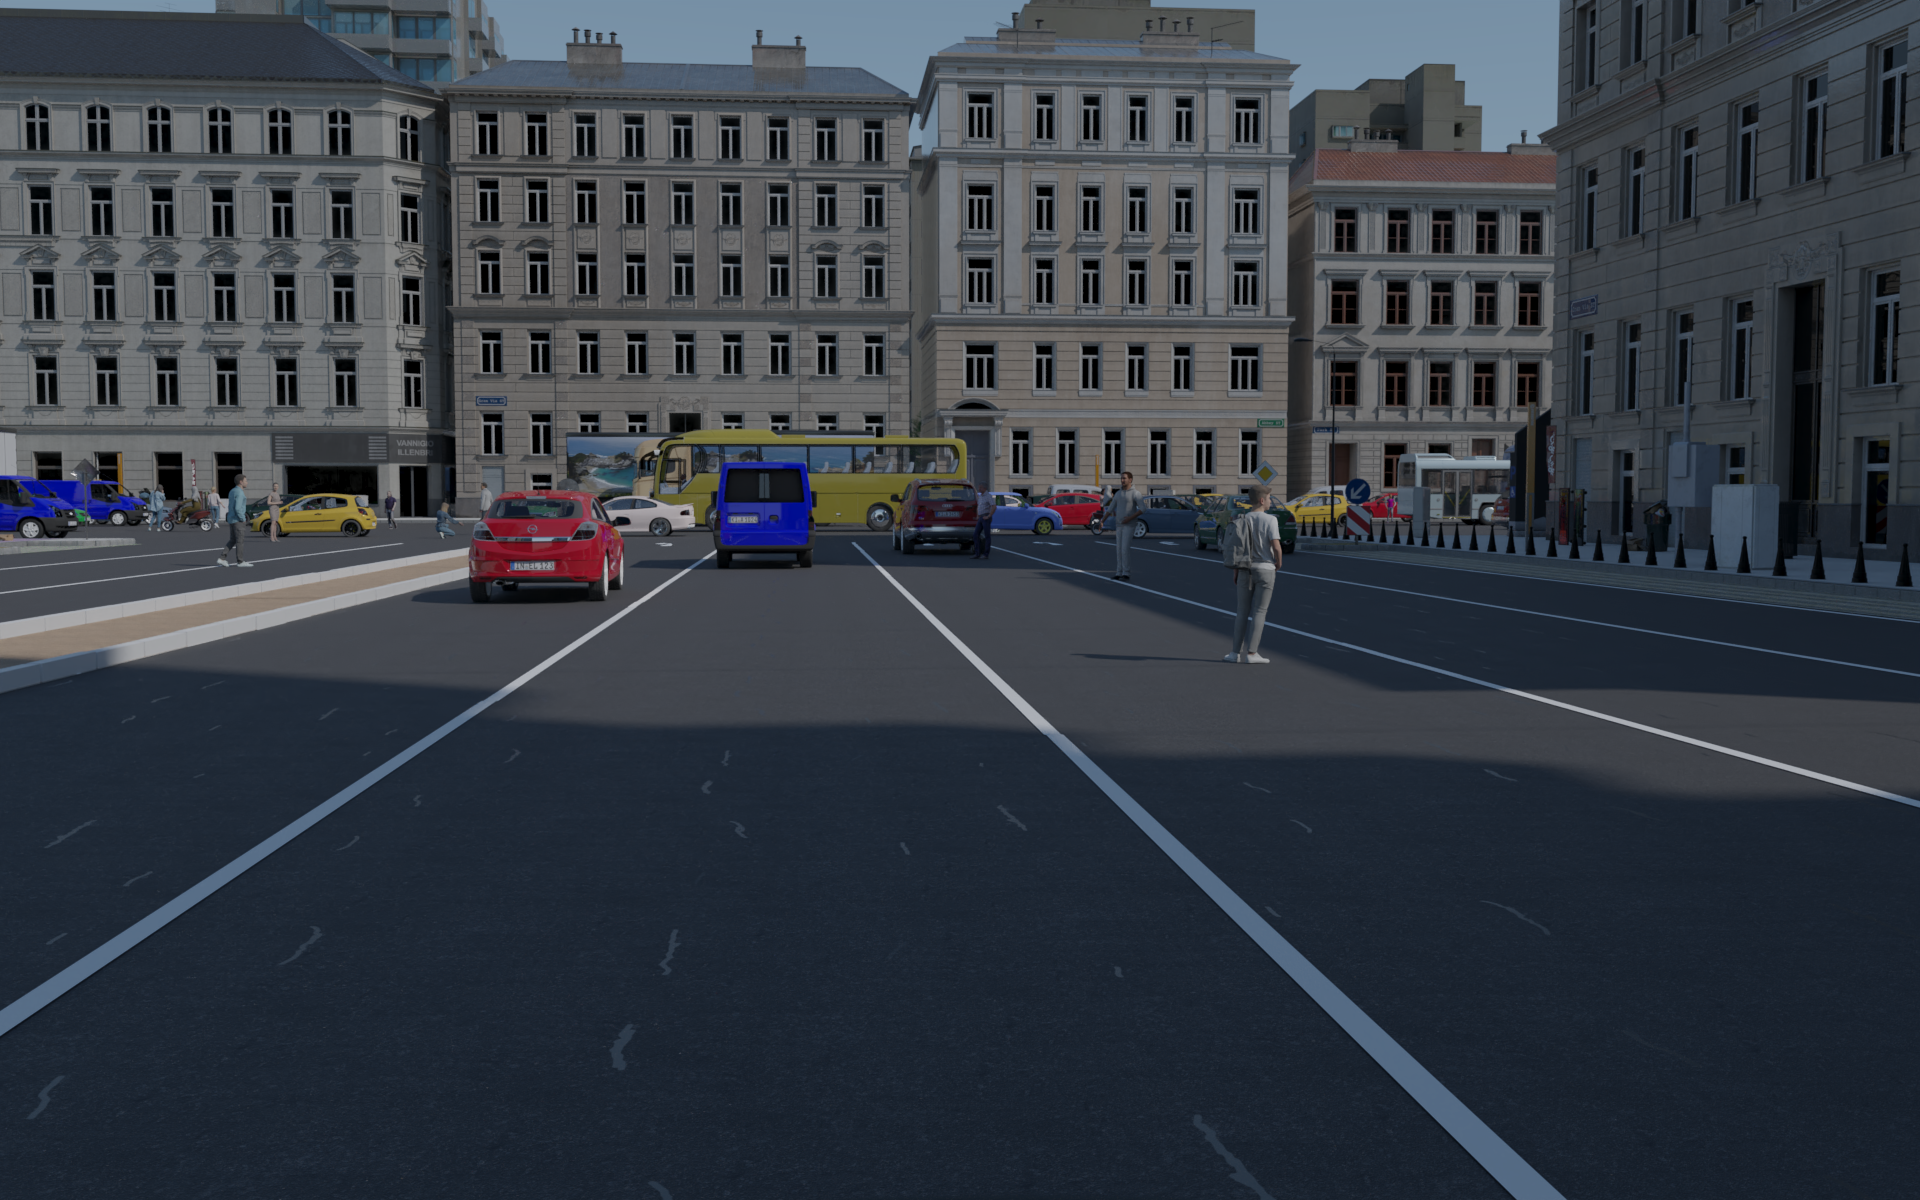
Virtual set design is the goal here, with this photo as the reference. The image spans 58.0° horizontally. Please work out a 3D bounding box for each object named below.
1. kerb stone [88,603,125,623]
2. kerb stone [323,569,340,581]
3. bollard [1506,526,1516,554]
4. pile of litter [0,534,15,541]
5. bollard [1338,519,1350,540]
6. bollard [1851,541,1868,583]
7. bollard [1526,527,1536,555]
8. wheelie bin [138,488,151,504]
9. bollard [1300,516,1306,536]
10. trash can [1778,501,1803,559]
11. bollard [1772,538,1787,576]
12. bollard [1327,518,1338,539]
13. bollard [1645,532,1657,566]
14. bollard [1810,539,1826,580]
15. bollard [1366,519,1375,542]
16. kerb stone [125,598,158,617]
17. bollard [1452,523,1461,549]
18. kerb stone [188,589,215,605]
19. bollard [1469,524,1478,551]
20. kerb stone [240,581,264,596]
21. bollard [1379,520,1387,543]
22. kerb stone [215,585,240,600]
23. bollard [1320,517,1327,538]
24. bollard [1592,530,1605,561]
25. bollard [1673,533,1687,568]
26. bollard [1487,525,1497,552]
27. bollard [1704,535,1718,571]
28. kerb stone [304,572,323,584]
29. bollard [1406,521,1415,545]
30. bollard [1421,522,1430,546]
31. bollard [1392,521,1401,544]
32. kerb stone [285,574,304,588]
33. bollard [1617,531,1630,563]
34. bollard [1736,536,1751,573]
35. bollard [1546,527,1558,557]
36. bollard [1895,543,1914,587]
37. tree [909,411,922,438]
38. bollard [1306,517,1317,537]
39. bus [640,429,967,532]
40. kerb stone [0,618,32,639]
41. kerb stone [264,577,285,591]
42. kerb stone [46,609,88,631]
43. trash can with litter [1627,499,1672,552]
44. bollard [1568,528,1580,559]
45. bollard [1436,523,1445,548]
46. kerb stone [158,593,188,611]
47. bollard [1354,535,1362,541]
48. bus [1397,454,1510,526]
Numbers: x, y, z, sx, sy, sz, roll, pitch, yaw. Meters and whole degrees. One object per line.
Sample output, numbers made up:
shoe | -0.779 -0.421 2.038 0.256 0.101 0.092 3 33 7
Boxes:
kerb stone | -9.697 0.164 19.513 0.120 0.150 1.000 0 4 -5
kerb stone | -10.533 -0.390 28.749 0.120 0.150 1.000 0 4 -5
bollard | 11.885 -1.303 37.351 0.229 0.601 0.229 0 3 0
pile of litter | -26.813 -2.076 47.903 1.176 0.858 1.719 -2 4 -30
bollard | 10.856 -1.995 48.664 0.229 0.601 0.229 0 3 0
bollard | 13.010 -0.550 25.029 0.229 0.601 0.229 0 3 0
bollard | 11.978 -1.241 36.329 0.229 0.601 0.229 0 3 0
wheelie bin | -40.438 -4.779 86.053 0.693 1.594 0.980 -3 4 -38
bollard | 10.481 -2.248 52.801 0.229 0.601 0.229 0 3 0
trash can | 16.287 -1.388 34.348 0.748 1.137 0.748 0 3 0
bollard | 12.824 -0.675 27.077 0.229 0.601 0.229 0 3 0
bollard | 10.760 -2.059 49.710 0.229 0.601 0.229 0 3 0
bollard | 12.447 -0.925 31.166 0.229 0.601 0.229 0 3 0
bollard | 12.914 -0.612 26.054 0.229 0.601 0.229 0 3 0
bollard | 11.047 -1.869 46.594 0.229 0.601 0.229 0 3 0
kerb stone | -9.791 0.104 20.537 0.120 0.150 1.000 0 4 -5
bollard | 11.603 -1.493 40.445 0.229 0.601 0.229 0 3 0
kerb stone | -9.982 -0.024 22.586 0.120 0.150 1.000 0 4 -5
bollard | 11.698 -1.430 39.423 0.229 0.601 0.229 0 3 0
kerb stone | -10.163 -0.149 24.637 0.120 0.150 1.000 0 4 -5
bollard | 11.139 -1.806 45.571 0.229 0.601 0.229 0 3 0
kerb stone | -10.072 -0.087 23.612 0.120 0.150 1.000 0 4 -5
bollard | 10.671 -2.122 50.733 0.229 0.601 0.229 0 3 0
bollard | 12.258 -1.052 33.238 0.229 0.601 0.229 0 3 0
bollard | 12.542 -0.863 30.144 0.229 0.601 0.229 0 3 0
bollard | 11.794 -1.367 38.386 0.229 0.601 0.229 0 3 0
bollard | 12.634 -0.800 29.122 0.229 0.601 0.229 0 3 0
kerb stone | -10.444 -0.336 27.722 0.120 0.150 1.000 0 4 -5
bollard | 11.324 -1.681 43.522 0.229 0.601 0.229 0 3 0
bollard | 11.418 -1.618 42.494 0.229 0.601 0.229 0 3 0
bollard | 11.232 -1.744 44.549 0.229 0.601 0.229 0 3 0
kerb stone | -10.353 -0.275 26.697 0.120 0.150 1.000 0 4 -5
bollard | 12.352 -0.988 32.203 0.229 0.601 0.229 0 3 0
bollard | 12.725 -0.737 28.099 0.229 0.601 0.229 0 3 0
bollard | 12.072 -1.177 35.293 0.229 0.601 0.229 0 3 0
bollard | 13.097 -0.487 24.006 0.229 0.601 0.229 0 3 0
tree | -3.129 -17.489 211.693 9.928 11.665 9.643 0 3 0
bollard | 10.575 -2.185 51.766 0.229 0.601 0.229 0 3 0
bus | -5.937 -4.583 66.476 12.252 3.916 2.896 0 4 -5
kerb stone | -9.509 0.289 17.463 0.120 0.150 1.000 0 4 -5
kerb stone | -10.254 -0.206 25.669 0.120 0.150 1.000 0 4 -5
kerb stone | -9.608 0.227 18.489 0.120 0.150 1.000 0 4 -5
trash can with litter | 15.316 -1.668 38.667 0.624 1.170 1.055 -3 5 -42
bollard | 12.165 -1.115 34.271 0.229 0.601 0.229 0 3 0
bollard | 11.512 -1.555 41.472 0.229 0.601 0.229 0 3 0
kerb stone | -9.885 0.039 21.560 0.120 0.150 1.000 0 4 -5
bollard | 10.954 -1.932 47.634 0.229 0.601 0.229 0 3 0
bus | 27.086 -5.206 79.979 13.247 3.499 2.948 0 4 -5
